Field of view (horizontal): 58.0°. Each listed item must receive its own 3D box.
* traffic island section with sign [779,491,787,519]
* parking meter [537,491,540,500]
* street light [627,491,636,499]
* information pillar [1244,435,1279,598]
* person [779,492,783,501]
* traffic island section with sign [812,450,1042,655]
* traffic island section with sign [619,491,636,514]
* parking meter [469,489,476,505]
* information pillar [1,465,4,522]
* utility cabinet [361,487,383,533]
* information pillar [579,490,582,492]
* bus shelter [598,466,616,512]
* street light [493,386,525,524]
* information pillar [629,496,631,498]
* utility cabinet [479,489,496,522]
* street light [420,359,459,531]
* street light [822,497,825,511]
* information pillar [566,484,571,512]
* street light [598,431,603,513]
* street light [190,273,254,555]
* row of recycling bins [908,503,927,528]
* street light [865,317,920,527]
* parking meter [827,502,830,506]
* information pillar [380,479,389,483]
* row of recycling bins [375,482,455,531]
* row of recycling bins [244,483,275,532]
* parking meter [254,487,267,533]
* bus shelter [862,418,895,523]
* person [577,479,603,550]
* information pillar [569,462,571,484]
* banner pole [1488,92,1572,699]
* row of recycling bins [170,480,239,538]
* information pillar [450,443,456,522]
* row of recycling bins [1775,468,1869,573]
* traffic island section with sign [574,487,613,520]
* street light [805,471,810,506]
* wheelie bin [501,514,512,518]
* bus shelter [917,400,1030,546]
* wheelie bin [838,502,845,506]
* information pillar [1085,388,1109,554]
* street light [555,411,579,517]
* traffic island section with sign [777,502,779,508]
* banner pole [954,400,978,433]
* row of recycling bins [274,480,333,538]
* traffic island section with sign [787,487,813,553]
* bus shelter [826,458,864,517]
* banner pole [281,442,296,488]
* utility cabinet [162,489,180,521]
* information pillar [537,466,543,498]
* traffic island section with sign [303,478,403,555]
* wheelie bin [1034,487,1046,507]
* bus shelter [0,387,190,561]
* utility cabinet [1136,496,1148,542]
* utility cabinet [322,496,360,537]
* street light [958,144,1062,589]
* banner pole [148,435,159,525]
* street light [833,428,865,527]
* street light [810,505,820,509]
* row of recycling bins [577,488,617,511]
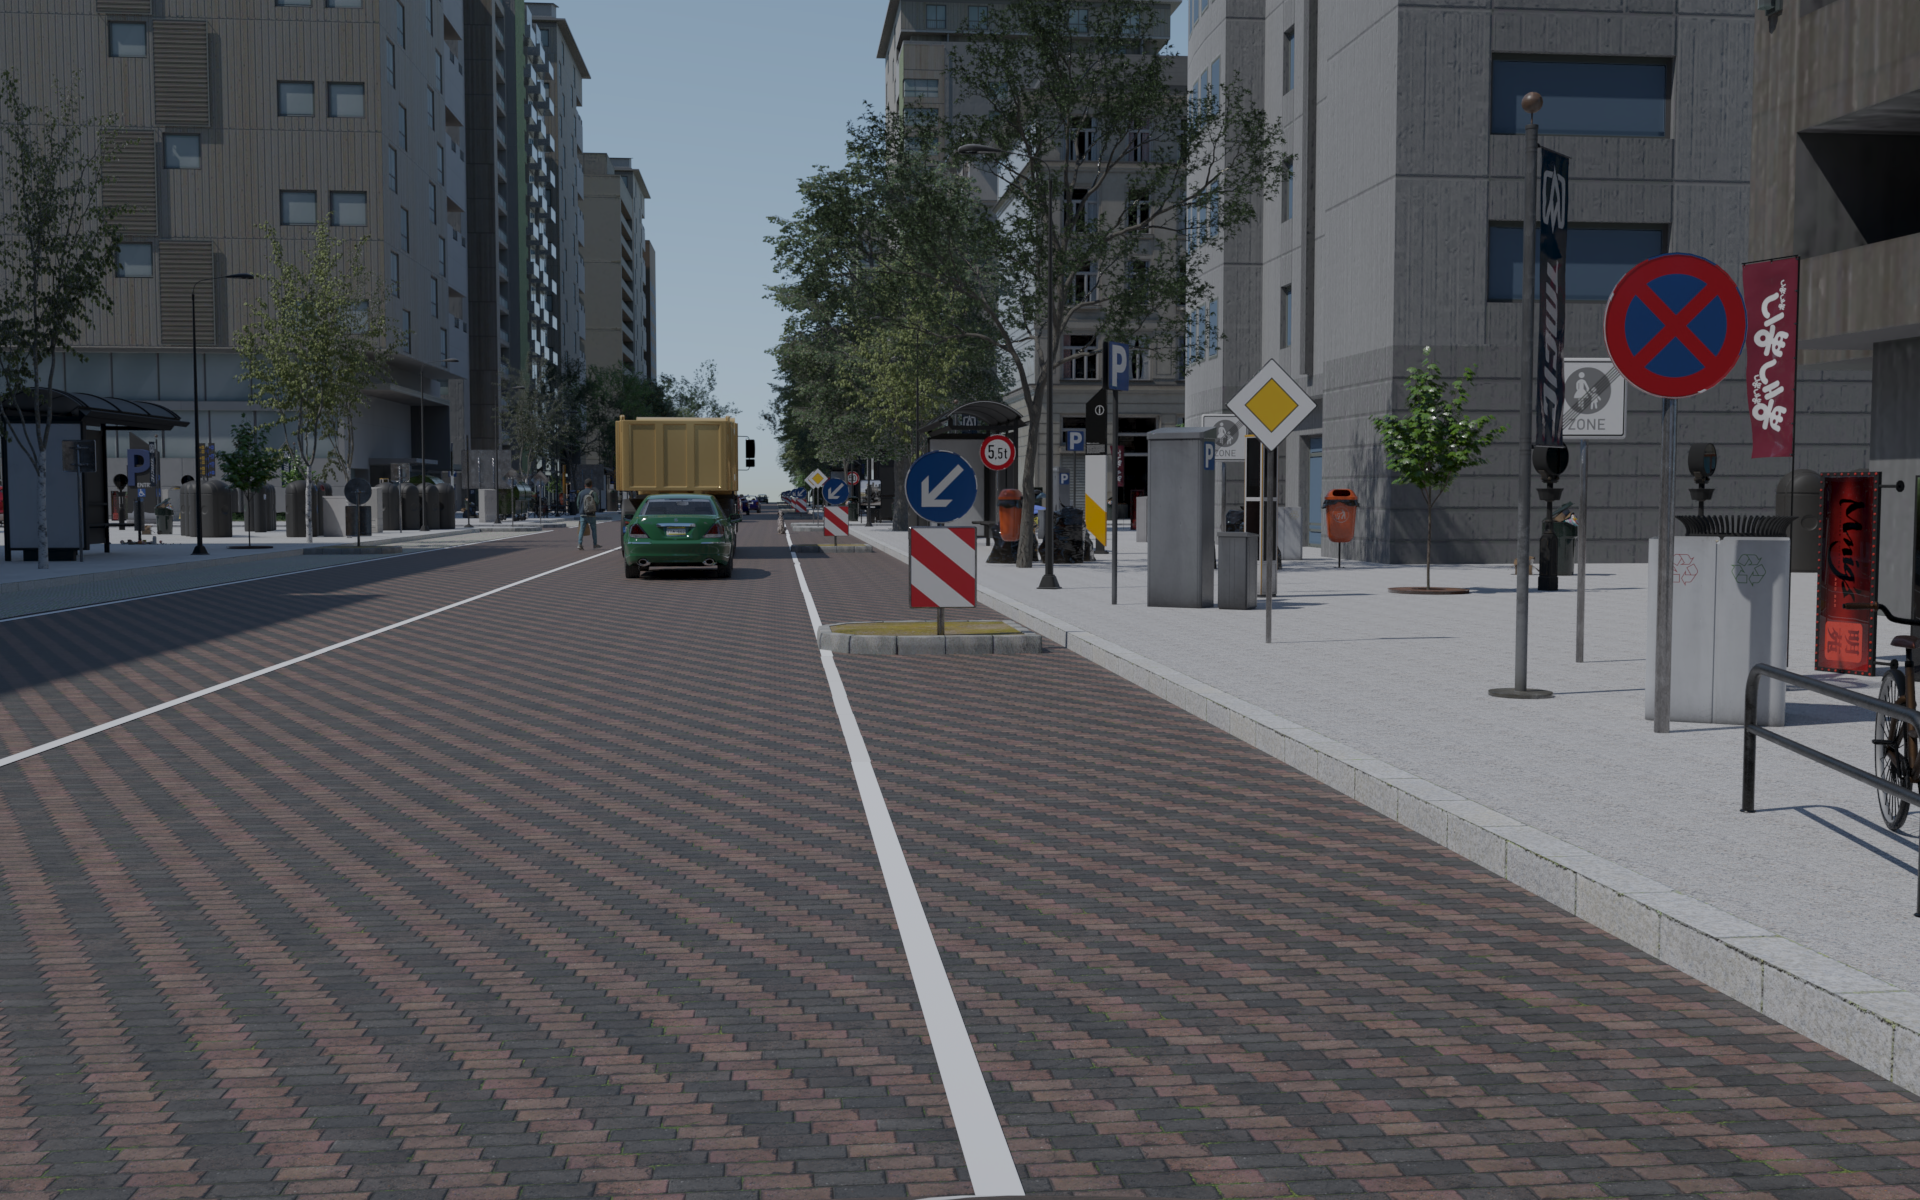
[{"bbox_3d":[-9.157,-5.496,98.486,1.989,1.847,2.006,0,4,-6],"label":"traffic island section with sign"},{"bbox_3d":[-33.617,-7.926,137.997,0.372,1.533,0.369,0,3,0],"label":"parking meter"},{"bbox_3d":[-26.688,-10.344,141.662,1.470,5.913,1.316,0,4,-6],"label":"street light"},{"bbox_3d":[3.745,-1.043,21.541,0.304,2.012,0.304,-3,4,-38],"label":"information pillar"},{"bbox_3d":[-30.248,-17.406,293.907,1.217,1.723,0.721,1,4,12],"label":"person"},{"bbox_3d":[-0.352,-0.476,16.410,1.989,1.847,2.006,0,4,-6],"label":"traffic island section with sign"},{"bbox_3d":[-23.378,-7.058,124.019,1.989,1.847,2.006,0,4,-6],"label":"traffic island section with sign"},{"bbox_3d":[-27.550,-5.628,97.731,0.399,1.863,0.255,-2,4,-29],"label":"parking meter"},{"bbox_3d":[-23.724,-2.375,43.327,0.304,2.012,0.304,3,4,38],"label":"information pillar"},{"bbox_3d":[-19.575,-2.950,56.915,1.173,1.500,0.318,1,4,16],"label":"utility cabinet"},{"bbox_3d":[-32.592,-8.800,148.371,0.304,2.012,0.304,3,4,37],"label":"information pillar"},{"bbox_3d":[-25.754,-7.928,123.538,2.014,3.302,5.546,0,4,-6],"label":"bus shelter"},{"bbox_3d":[-19.439,-6.251,74.745,1.470,5.913,1.316,0,4,-6],"label":"street light"},{"bbox_3d":[-27.848,-9.499,146.655,0.183,3.616,0.504,-3,5,-43],"label":"information pillar"},{"bbox_3d":[-21.112,-4.210,77.510,0.318,1.500,1.173,1,4,11],"label":"utility cabinet"},{"bbox_3d":[-17.886,-5.319,59.502,1.470,5.913,1.316,0,4,-6],"label":"street light"},{"bbox_3d":[-5.695,-6.736,82.679,1.470,5.913,1.316,0,4,-6],"label":"street light"},{"bbox_3d":[-27.970,-7.285,123.599,0.304,2.012,0.304,-2,4,-33],"label":"information pillar"},{"bbox_3d":[-24.274,-8.980,119.359,1.470,5.913,1.316,0,4,-6],"label":"street light"},{"bbox_3d":[-15.545,-3.914,36.527,1.470,5.913,1.316,0,4,-6],"label":"street light"},{"bbox_3d":[-0.809,-2.546,48.741,1.069,1.692,3.534,1,4,10],"label":"row of recycling bins"},{"bbox_3d":[-1.656,-4.465,45.538,1.470,5.913,1.316,0,4,-6],"label":"street light"},{"bbox_3d":[-8.666,-6.562,115.698,0.372,1.533,0.369,0,3,0],"label":"parking meter"},{"bbox_3d":[-27.185,-4.731,81.837,0.304,2.012,0.304,-3,5,-45],"label":"information pillar"},{"bbox_3d":[-19.476,-3.360,62.050,1.069,1.692,3.534,2,4,28],"label":"row of recycling bins"},{"bbox_3d":[-24.479,-3.272,60.607,1.069,1.692,3.534,-1,4,-20],"label":"row of recycling bins"},{"bbox_3d":[-23.359,-3.021,57.808,0.372,1.533,0.369,0,3,0],"label":"parking meter"},{"bbox_3d":[-3.413,-6.320,80.970,2.179,5.291,8.768,0,4,-6],"label":"bus shelter"},{"bbox_3d":[-9.525,-2.185,44.209,0.794,1.824,0.713,2,4,31],"label":"person"},{"bbox_3d":[-28.224,-8.250,126.248,0.504,3.616,0.183,-2,4,-32],"label":"information pillar"},{"bbox_3d":[3.715,-1.288,11.080,0.401,3.779,0.863,3,5,40],"label":"banner pole"},{"bbox_3d":[-22.769,-2.755,52.163,1.069,1.692,3.534,-2,4,-35],"label":"row of recycling bins"},{"bbox_3d":[-23.082,-5.345,78.751,0.183,3.616,0.504,-1,4,-12],"label":"information pillar"},{"bbox_3d":[15.014,-1.265,27.798,3.534,1.692,1.069,2,4,30],"label":"row of recycling bins"},{"bbox_3d":[-20.452,-5.387,96.709,1.989,1.847,2.006,0,4,-6],"label":"traffic island section with sign"},{"bbox_3d":[-10.584,-9.496,127.803,1.470,5.913,1.316,0,4,-6],"label":"street light"},{"bbox_3d":[-24.689,-5.266,94.013,0.693,1.594,0.980,-1,4,-22],"label":"wheelie bin"},{"bbox_3d":[0.245,-2.822,40.058,2.014,3.302,5.546,0,4,-6],"label":"bus shelter"},{"bbox_3d":[-6.419,-5.320,94.896,0.693,1.594,0.980,0,4,-3],"label":"wheelie bin"},{"bbox_3d":[2.926,-2.792,37.008,0.504,3.616,0.183,2,4,28],"label":"information pillar"},{"bbox_3d":[-22.027,-7.615,97.038,1.470,5.913,1.316,0,4,-6],"label":"street light"},{"bbox_3d":[-12.028,-7.135,125.289,1.989,1.847,2.006,0,4,-6],"label":"traffic island section with sign"},{"bbox_3d":[0.111,-3.429,46.081,0.863,3.779,0.401,-2,4,-24],"label":"banner pole"},{"bbox_3d":[-19.864,-2.794,52.798,1.069,1.692,3.534,-1,4,-10],"label":"row of recycling bins"},{"bbox_3d":[-3.231,-2.115,43.211,1.989,1.847,2.006,0,4,-6],"label":"traffic island section with sign"},{"bbox_3d":[-6.677,-6.503,100.248,2.014,3.302,5.546,0,4,-6],"label":"bus shelter"},{"bbox_3d":[-32.487,-5.748,83.990,0.863,3.779,0.401,-1,4,-8],"label":"banner pole"},{"bbox_3d":[-36.355,-4.358,79.931,0.318,1.500,1.173,0,4,5],"label":"utility cabinet"},{"bbox_3d":[-34.189,-9.158,141.088,0.504,3.616,0.183,-1,4,-19],"label":"information pillar"},{"bbox_3d":[-14.549,-2.021,41.679,1.989,1.847,2.006,0,4,-6],"label":"traffic island section with sign"},{"bbox_3d":[3.404,-4.252,77.435,0.980,1.594,0.693,0,4,5],"label":"wheelie bin"},{"bbox_3d":[-17.719,-2.541,35.477,2.014,3.302,5.546,0,4,-6],"label":"bus shelter"},{"bbox_3d":[4.894,-2.160,46.470,0.306,1.237,1.020,1,4,9],"label":"utility cabinet"},{"bbox_3d":[-18.547,-2.486,51.810,1.020,1.237,0.306,1,4,20],"label":"utility cabinet"},{"bbox_3d":[0.669,-3.100,23.225,1.470,5.913,1.316,0,4,-6],"label":"street light"},{"bbox_3d":[-33.780,-5.054,72.651,0.401,3.779,0.863,0,4,3],"label":"banner pole"},{"bbox_3d":[-4.115,-5.828,67.836,1.470,5.913,1.316,0,4,-6],"label":"street light"},{"bbox_3d":[-8.239,-8.132,105.493,1.470,5.913,1.316,0,4,-6],"label":"street light"},{"bbox_3d":[-27.097,-7.390,127.947,3.534,1.692,1.069,0,4,-5],"label":"row of recycling bins"}]
